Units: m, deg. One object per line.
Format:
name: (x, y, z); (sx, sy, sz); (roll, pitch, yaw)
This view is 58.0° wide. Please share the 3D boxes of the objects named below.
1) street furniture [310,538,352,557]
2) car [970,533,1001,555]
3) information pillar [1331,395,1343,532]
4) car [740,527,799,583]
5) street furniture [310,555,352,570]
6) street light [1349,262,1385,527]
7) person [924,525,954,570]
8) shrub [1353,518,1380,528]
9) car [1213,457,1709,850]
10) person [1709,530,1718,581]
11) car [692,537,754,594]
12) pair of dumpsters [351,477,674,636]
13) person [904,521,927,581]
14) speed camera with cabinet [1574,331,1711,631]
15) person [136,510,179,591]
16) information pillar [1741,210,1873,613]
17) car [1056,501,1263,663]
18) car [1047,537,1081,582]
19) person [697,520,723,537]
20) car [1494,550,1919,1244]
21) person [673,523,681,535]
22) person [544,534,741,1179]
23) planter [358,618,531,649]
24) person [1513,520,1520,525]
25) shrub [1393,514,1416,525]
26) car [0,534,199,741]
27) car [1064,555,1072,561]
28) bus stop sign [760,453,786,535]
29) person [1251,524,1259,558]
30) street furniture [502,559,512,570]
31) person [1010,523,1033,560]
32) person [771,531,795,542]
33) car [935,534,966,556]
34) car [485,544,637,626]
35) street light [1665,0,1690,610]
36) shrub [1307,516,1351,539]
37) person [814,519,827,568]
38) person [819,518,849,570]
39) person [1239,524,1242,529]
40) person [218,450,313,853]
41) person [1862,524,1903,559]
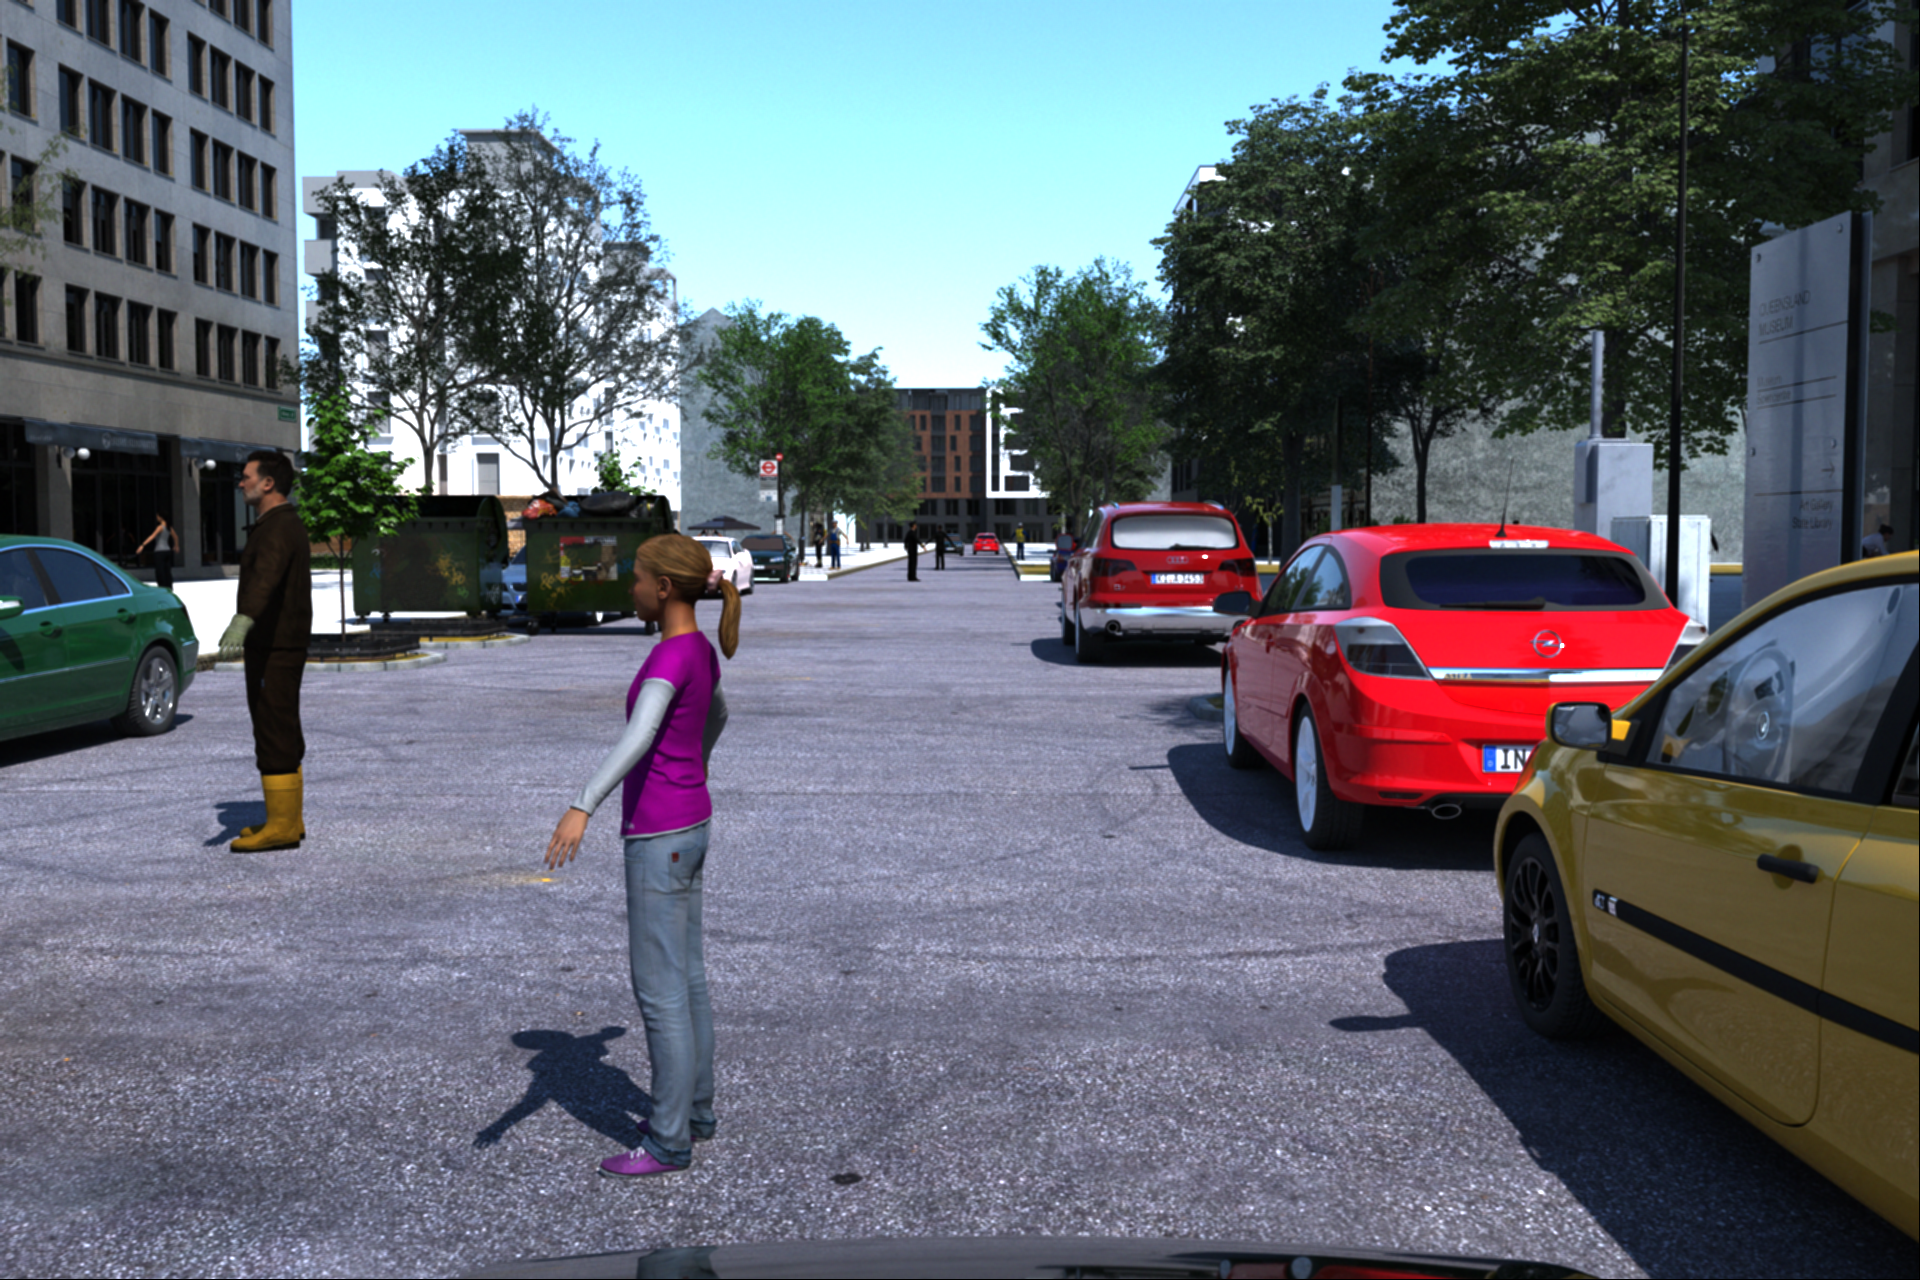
street furniture: (-24.636, -3.932, 71.149); (11.010, 1.723, 9.812); (2, 4, 25)
car: (1.786, -6.756, 119.501); (2.155, 1.783, 4.494); (0, 4, 0)
information pillar: (6.409, -2.332, 29.486); (0.183, 3.616, 0.504); (0, 4, 1)
car: (-5.825, -2.563, 51.697); (2.009, 1.686, 4.222); (0, 4, 1)
street furniture: (-23.756, -2.923, 63.420); (10.072, 0.657, 5.734); (0, 4, 3)
street light: (7.037, -3.486, 29.783); (0.468, 5.910, 1.993); (0, 4, 2)
person: (-0.813, -3.687, 68.964); (1.346, 1.802, 0.704); (-2, 4, -28)
shrub: (16.893, -4.080, 71.133); (1.690, 2.028, 1.600); (0, 3, 0)
car: (2.495, -0.016, 9.309); (2.155, 1.783, 4.494); (0, 4, 2)
person: (20.098, -2.459, 46.804); (0.990, 1.755, 0.434); (-1, 4, -12)
car: (-5.880, -1.682, 39.861); (2.083, 1.381, 4.827); (0, 4, 1)
pair of dumpsters: (-6.397, -1.215, 24.818); (4.436, 2.255, 1.574); (0, 4, 2)
person: (-1.410, -2.702, 52.569); (0.705, 1.837, 1.347); (-2, 4, -29)
speed camera with cabinet: (6.384, -1.342, 16.276); (0.660, 3.252, 2.038); (0, 4, 1)
person: (-15.186, -1.593, 32.849); (0.721, 1.737, 1.217); (1, 4, 9)
information pillar: (6.542, -1.355, 13.466); (0.184, 3.620, 1.656); (0, 4, 1)
car: (2.317, -0.742, 20.802); (2.281, 1.827, 5.304); (0, 4, 1)
car: (3.641, -2.448, 52.600); (1.945, 1.354, 3.894); (0, 4, 1)
person: (-9.789, -3.770, 67.782); (1.345, 1.843, 0.704); (-1, 4, -12)
car: (2.473, 0.394, 3.776); (2.015, 1.641, 3.980); (0, 3, 0)
person: (-13.304, -4.535, 80.339); (1.347, 1.806, 0.705); (-2, 4, -32)
person: (-0.722, 0.475, 3.961); (0.599, 1.433, 0.991); (0, 4, 8)
planter: (-6.690, -0.083, 22.498); (1.991, 0.319, 1.994); (0, 4, 1)
person: (18.625, -3.120, 57.728); (0.721, 1.740, 1.216); (0, 4, 0)
shrub: (16.404, -3.688, 64.345); (1.661, 2.075, 1.752); (0, 3, 0)
car: (-6.632, 0.051, 10.972); (2.131, 1.459, 4.920); (0, 4, 1)
car: (3.084, -1.469, 34.247); (2.015, 1.641, 3.980); (0, 4, 1)
bus stop sign: (-6.171, -4.190, 57.210); (0.855, 3.939, 0.416); (0, 4, 3)
person: (15.846, -5.316, 93.042); (0.704, 1.817, 1.347); (1, 4, 12)
street furniture: (-12.239, -2.522, 56.853); (5.734, 0.657, 10.072); (2, 4, 25)
person: (2.996, -4.852, 85.302); (1.349, 1.833, 0.705); (3, 4, 36)
person: (-6.906, -3.638, 66.276); (1.217, 1.733, 0.721); (0, 4, -6)
car: (-0.612, -6.323, 113.170); (2.009, 1.686, 4.222); (0, 4, 1)
car: (-6.442, -1.006, 28.458); (2.014, 1.417, 4.499); (0, 4, 1)
street light: (6.519, -2.560, 14.395); (1.470, 5.913, 1.316); (0, 4, 2)
shrub: (13.812, -3.696, 64.466); (1.661, 2.075, 1.752); (0, 3, 0)
person: (-5.380, -3.664, 65.683); (0.705, 1.856, 1.354); (0, 4, 0)
person: (-4.499, -3.456, 62.363); (1.347, 1.847, 0.705); (2, 4, 33)
person: (13.874, -4.900, 86.573); (0.721, 1.772, 1.216); (0, 4, -7)
person: (-3.178, 0.040, 7.940); (0.704, 1.812, 1.346); (-1, 4, -15)
person: (14.175, -1.085, 26.974); (0.799, 1.438, 0.628); (-2, 4, -35)
